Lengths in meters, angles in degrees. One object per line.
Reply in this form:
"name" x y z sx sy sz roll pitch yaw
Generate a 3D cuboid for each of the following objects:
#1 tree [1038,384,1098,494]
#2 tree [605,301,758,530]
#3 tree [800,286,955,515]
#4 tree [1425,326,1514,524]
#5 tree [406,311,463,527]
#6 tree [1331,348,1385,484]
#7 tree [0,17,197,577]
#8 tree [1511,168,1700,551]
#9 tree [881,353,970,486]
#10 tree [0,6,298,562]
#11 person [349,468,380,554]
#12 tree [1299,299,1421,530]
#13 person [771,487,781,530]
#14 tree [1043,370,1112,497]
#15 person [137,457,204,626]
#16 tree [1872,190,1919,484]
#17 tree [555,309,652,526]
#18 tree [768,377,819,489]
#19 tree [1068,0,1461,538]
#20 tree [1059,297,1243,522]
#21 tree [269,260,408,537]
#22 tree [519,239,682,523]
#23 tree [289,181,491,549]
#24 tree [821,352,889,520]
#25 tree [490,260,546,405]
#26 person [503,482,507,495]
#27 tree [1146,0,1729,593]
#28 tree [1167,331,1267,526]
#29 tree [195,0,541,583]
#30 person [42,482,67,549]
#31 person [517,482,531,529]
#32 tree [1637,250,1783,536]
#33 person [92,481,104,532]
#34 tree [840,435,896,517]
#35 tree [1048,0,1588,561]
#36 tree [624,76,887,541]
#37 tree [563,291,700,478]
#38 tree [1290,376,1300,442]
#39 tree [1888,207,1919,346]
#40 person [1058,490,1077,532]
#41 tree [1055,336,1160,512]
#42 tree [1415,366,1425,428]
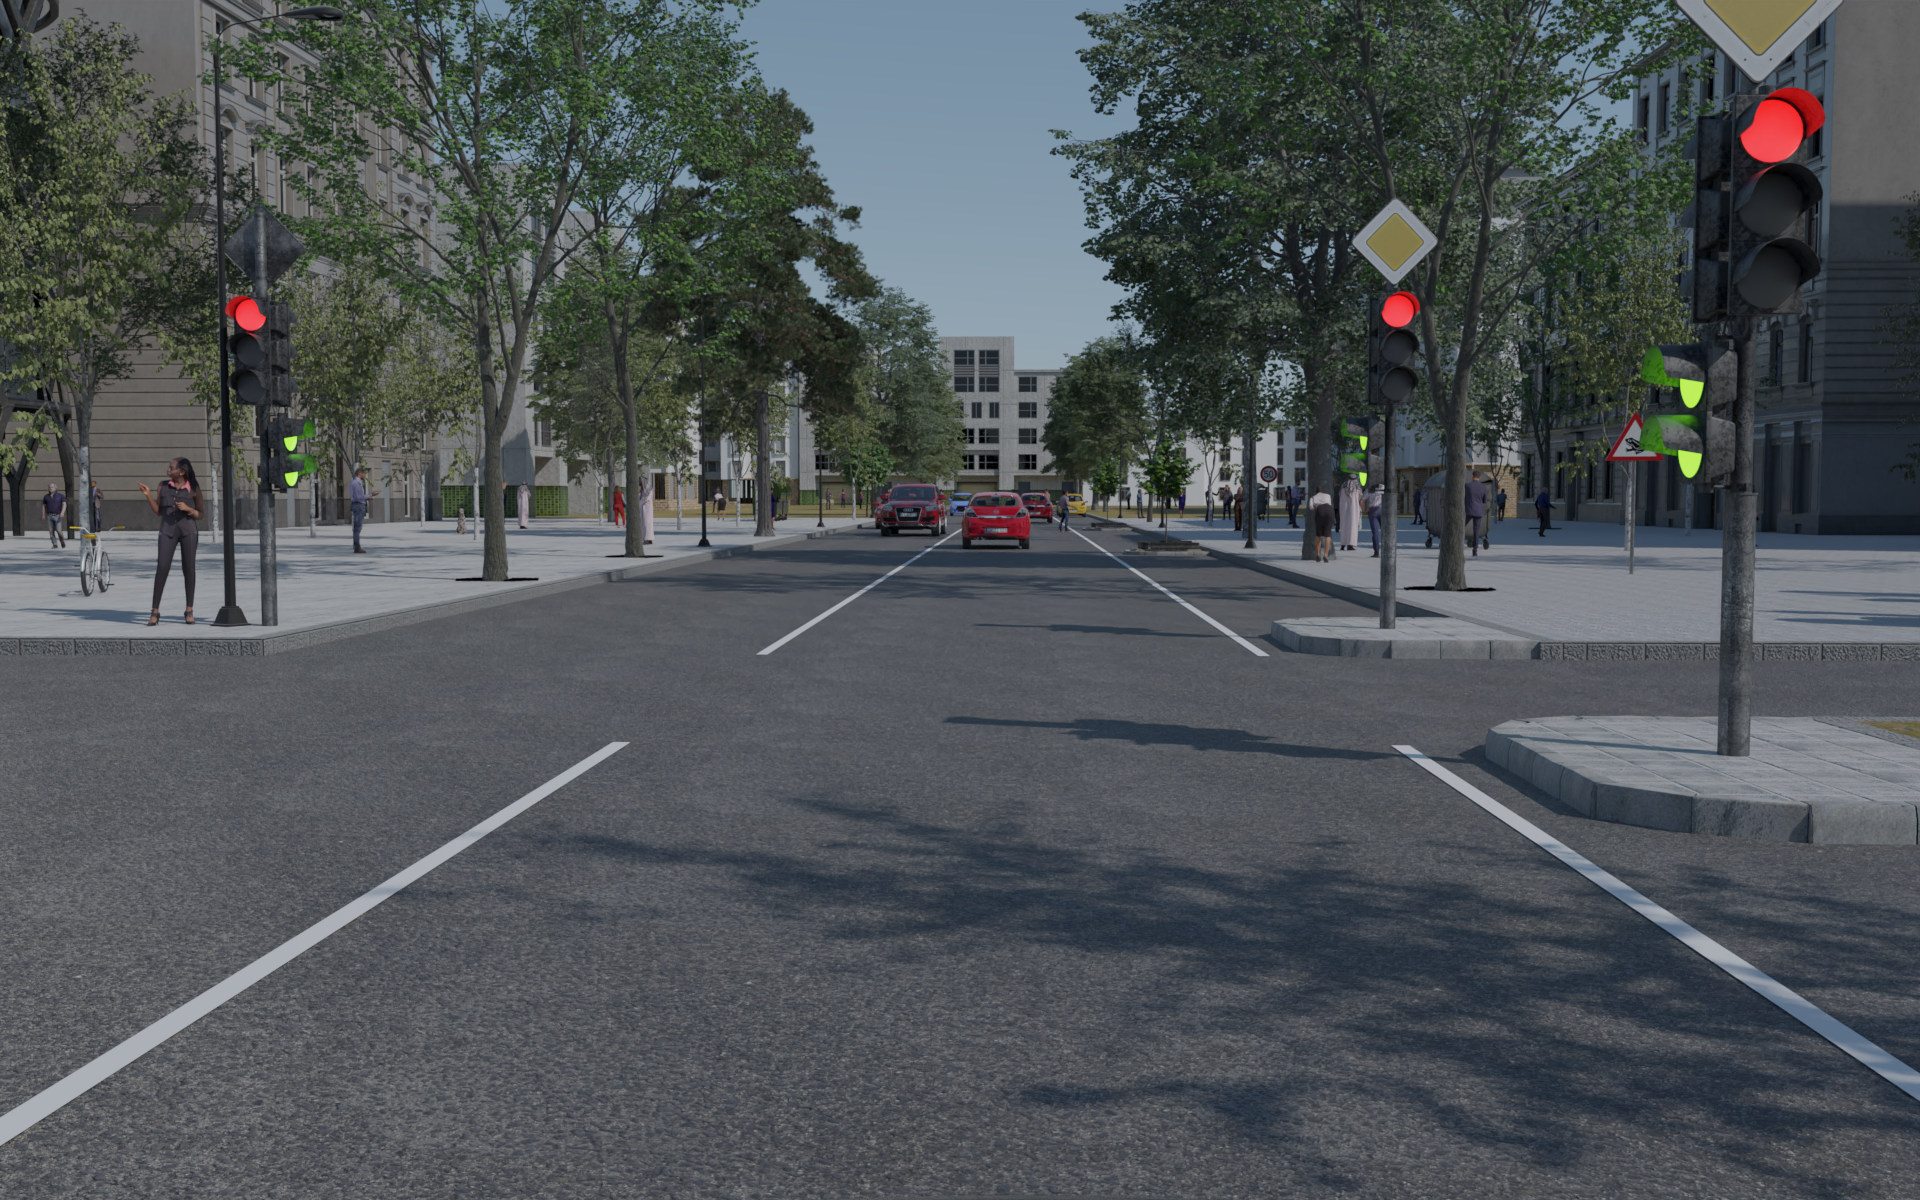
"tree" 10.707 -14.535 159.710 6.751 12.117 7.091 0 3 0
"tree" -10.123 -6.771 61.067 4.737 8.622 4.395 0 3 0
"tree" -4.934 -12.106 104.594 9.857 13.997 8.962 0 3 0
"tree" 23.098 -7.600 74.620 4.737 8.622 4.395 0 3 0
"tree" -21.096 -7.148 67.233 4.360 8.622 3.978 0 3 0
"tree" 19.350 -8.343 86.769 4.737 8.622 4.395 0 3 0
"tree" -13.732 -4.656 26.485 4.737 8.622 4.395 0 3 0
"tree" 15.124 -5.431 39.157 4.737 8.622 4.395 0 3 0
"tree" -3.095 -13.560 139.835 7.486 12.596 7.792 0 3 0
"tree" -16.341 -6.005 32.600 8.767 10.594 7.601 0 4 3
"person" -12.875 -1.930 37.462 0.599 1.838 0.709 -2 4 -29
"tree" 14.309 -6.807 61.652 4.360 8.622 3.978 0 3 0
"person" -6.729 -3.281 62.060 0.453 1.535 0.546 1 4 17
"tree" 11.940 -15.996 168.951 7.806 13.903 7.818 0 3 0
"person" -7.686 -0.575 16.921 0.415 1.643 0.593 2 4 33
"tree" 23.084 -5.480 39.955 4.360 8.622 3.978 0 3 0
"tree" -14.376 -7.289 69.535 4.360 8.622 3.978 0 3 0
"tree" -8.560 -7.173 67.637 4.737 8.622 4.395 0 3 0
"tree" 9.378 -11.915 50.700 12.611 20.169 13.585 0 3 0
"tree" 8.577 -8.808 78.420 8.767 10.594 7.601 1 4 9
"tree" -18.941 -6.164 51.137 4.360 8.622 3.978 0 3 0
"tree" -16.103 -9.755 77.625 7.486 12.596 7.792 0 3 0
"tree" -14.331 -5.497 40.246 4.737 8.622 4.395 0 3 0
"tree" -5.334 -8.229 84.899 4.737 8.622 4.395 0 3 0
"tree" -13.684 -5.966 47.906 4.737 8.622 4.395 0 3 0
"person" -12.078 -2.352 45.294 0.742 1.727 0.445 1 4 20
"tree" 6.389 -5.919 22.538 9.928 11.665 9.643 0 3 0
"tree" 10.120 -7.279 69.368 4.737 8.622 4.395 0 3 0
"tree" -6.734 -6.091 25.344 9.928 11.665 9.643 0 3 0
"person" -21.067 -1.969 40.453 0.569 1.553 0.471 2 4 26
"person" -15.969 -3.469 63.434 0.551 1.740 0.621 0 4 4
"tree" 22.468 -6.257 52.672 4.360 8.622 3.978 0 3 0
"person" -28.959 -3.120 57.880 0.655 1.722 0.431 1 4 20
"tree" -5.154 -6.845 95.636 4.285 4.588 4.351 0 3 0
"tree" 6.856 -7.742 33.232 9.857 13.997 8.962 0 3 0
"tree" -6.118 -8.826 51.727 7.806 13.903 7.818 0 3 0
"tree" -16.697 -10.167 88.283 6.751 12.117 7.091 0 3 0
"tree" 17.729 -8.024 81.552 4.360 8.622 3.978 0 3 0
"tree" 19.140 -5.768 28.713 7.601 10.594 8.767 -1 4 -18
"person" 3.975 -3.350 65.224 0.435 1.587 0.963 -3 5 -40
"tree" 10.633 -12.604 124.208 7.486 12.596 7.792 0 3 0
"tree" 24.235 -8.258 85.380 4.737 8.622 4.395 0 3 0
